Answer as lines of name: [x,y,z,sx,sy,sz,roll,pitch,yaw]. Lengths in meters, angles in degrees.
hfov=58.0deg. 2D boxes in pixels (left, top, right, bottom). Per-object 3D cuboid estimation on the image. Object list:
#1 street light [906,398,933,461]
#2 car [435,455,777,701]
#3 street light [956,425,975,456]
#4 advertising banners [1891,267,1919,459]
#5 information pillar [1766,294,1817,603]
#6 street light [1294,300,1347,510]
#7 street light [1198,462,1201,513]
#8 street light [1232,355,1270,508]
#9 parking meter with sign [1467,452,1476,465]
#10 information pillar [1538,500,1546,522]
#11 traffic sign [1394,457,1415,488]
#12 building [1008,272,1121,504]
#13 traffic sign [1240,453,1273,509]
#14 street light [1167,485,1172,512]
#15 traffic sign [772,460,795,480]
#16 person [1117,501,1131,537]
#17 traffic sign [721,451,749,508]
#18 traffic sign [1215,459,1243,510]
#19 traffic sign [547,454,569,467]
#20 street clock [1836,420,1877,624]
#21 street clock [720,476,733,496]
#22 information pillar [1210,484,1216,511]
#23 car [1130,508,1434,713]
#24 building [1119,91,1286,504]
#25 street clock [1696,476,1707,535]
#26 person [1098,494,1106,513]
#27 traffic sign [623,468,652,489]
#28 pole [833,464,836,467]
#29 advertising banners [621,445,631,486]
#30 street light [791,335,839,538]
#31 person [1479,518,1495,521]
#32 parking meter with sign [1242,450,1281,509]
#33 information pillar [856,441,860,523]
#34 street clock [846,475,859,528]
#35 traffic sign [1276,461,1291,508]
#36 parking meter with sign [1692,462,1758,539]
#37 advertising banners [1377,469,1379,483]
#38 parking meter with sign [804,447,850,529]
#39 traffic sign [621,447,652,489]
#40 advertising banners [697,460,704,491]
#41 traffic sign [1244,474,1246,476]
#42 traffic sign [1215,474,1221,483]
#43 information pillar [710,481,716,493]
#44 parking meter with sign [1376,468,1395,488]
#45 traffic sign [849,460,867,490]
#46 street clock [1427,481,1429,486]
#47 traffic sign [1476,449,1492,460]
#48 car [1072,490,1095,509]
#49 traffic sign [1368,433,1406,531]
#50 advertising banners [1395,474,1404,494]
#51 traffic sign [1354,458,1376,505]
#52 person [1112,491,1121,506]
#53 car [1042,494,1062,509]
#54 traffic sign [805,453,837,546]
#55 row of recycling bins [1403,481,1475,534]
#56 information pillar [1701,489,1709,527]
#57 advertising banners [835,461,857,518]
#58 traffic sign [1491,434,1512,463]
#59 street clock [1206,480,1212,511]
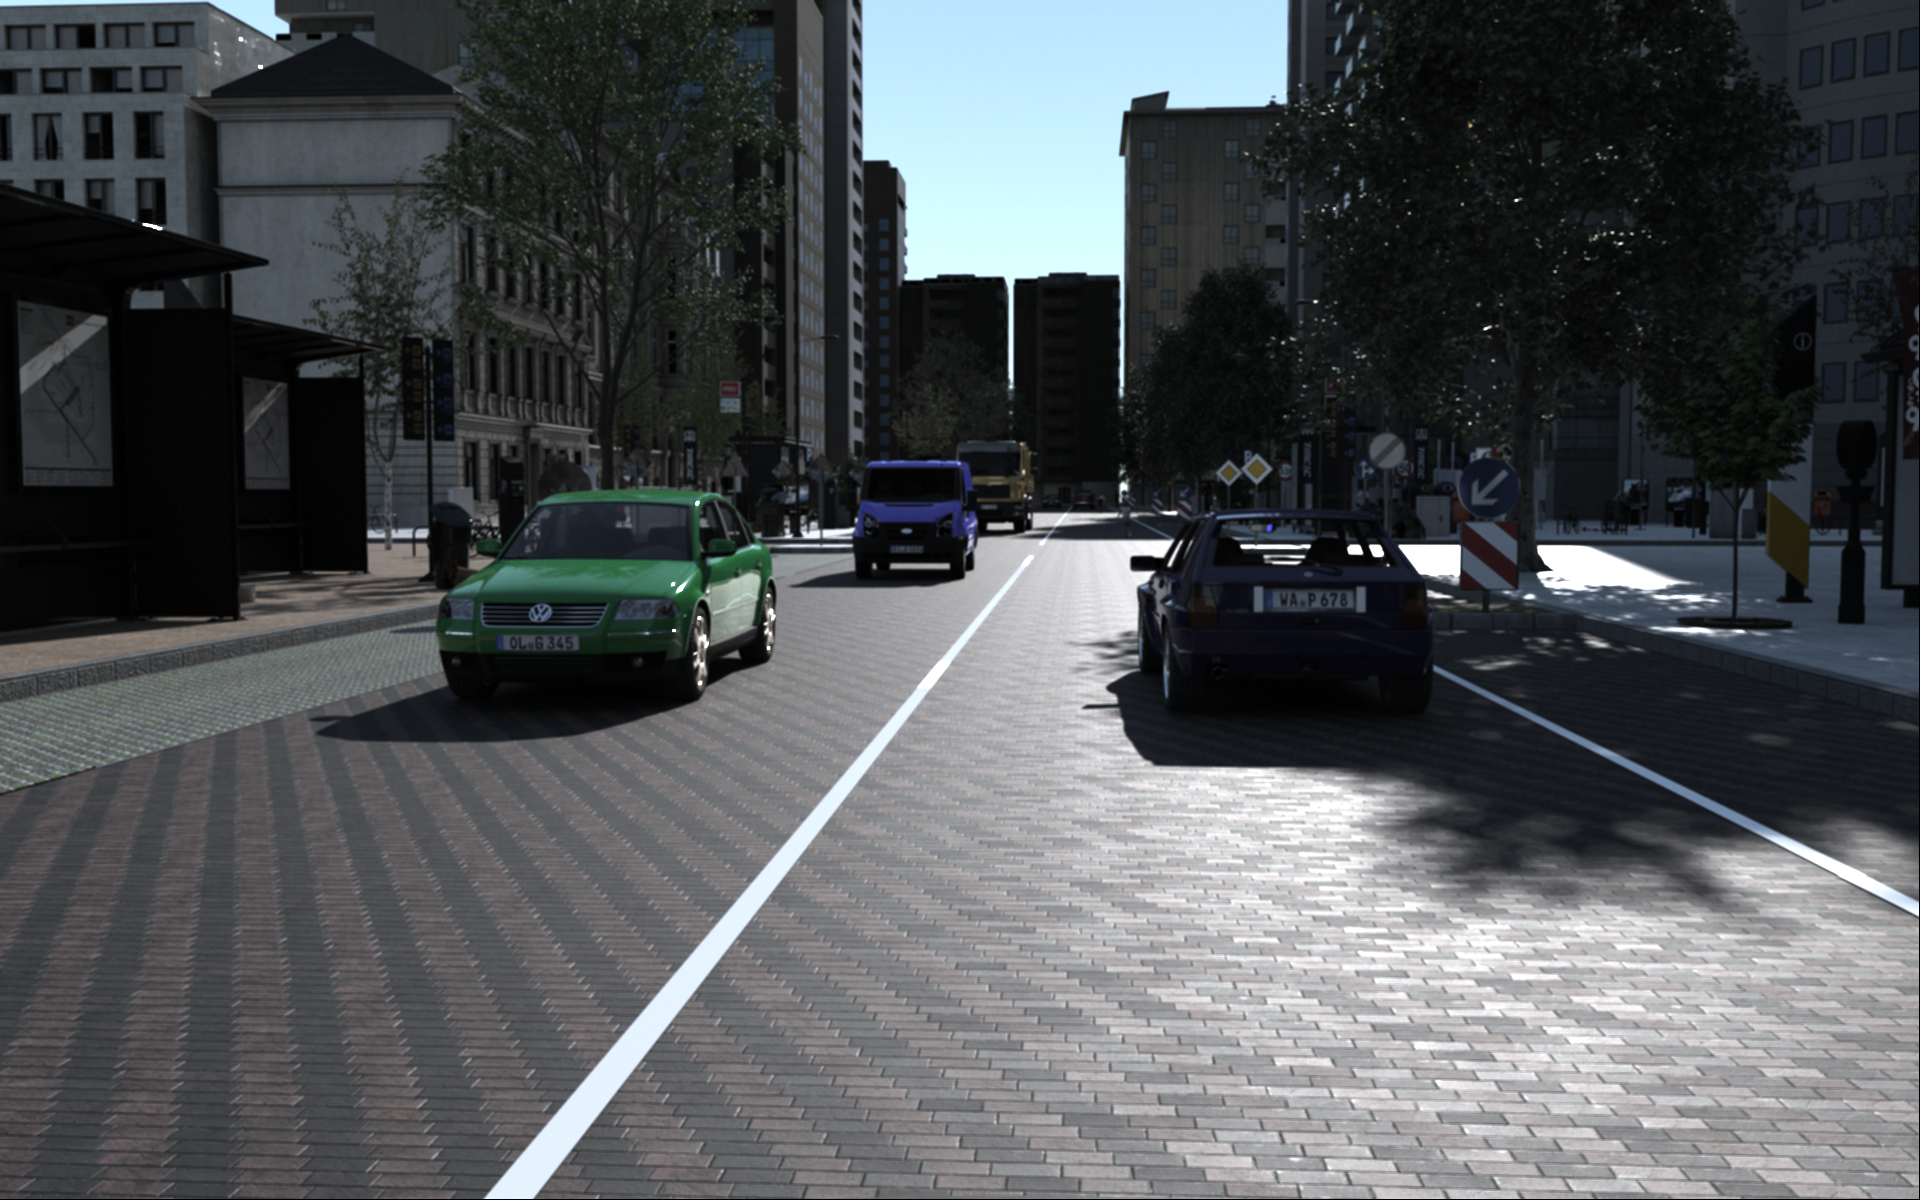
street light: [-2.007,-6.787,83.511,1.470,5.913,1.316,0,4,4]
car: [-2.583,-0.286,13.469,1.959,1.807,4.718,0,4,3]
street light: [0.287,-8.786,116.191,1.470,5.913,1.316,0,4,4]
advertising banners: [8.219,-1.049,13.343,2.074,3.025,0.090,0,4,7]
information pillar: [9.794,-1.776,20.396,0.504,3.616,0.183,0,4,3]
street light: [8.693,-4.221,41.550,1.470,5.913,1.316,0,4,4]
street light: [12.143,-7.282,91.608,1.470,5.913,1.316,0,4,4]
street light: [9.749,-5.211,57.748,1.470,5.913,1.316,0,4,4]
parking meter with sign: [21.185,-4.671,72.624,0.543,3.016,1.738,0,4,-8]
information pillar: [26.889,-4.626,80.128,0.304,2.012,0.304,0,4,-6]
traffic sign: [15.228,-3.620,59.294,0.768,2.556,0.104,1,4,10]
building: [14.065,-27.969,228.996,14.107,30.474,14.160,0,4,4]
traffic sign: [7.191,-2.348,42.027,0.795,2.450,0.064,0,4,4]
street light: [14.506,-9.281,124.283,1.470,5.913,1.316,0,4,4]
traffic sign: [-5.943,-3.495,58.321,0.795,2.450,0.064,0,4,5]
person: [5.452,-2.686,57.437,0.505,1.210,0.382,1,4,15]
traffic sign: [-6.796,-3.195,52.238,0.884,2.594,0.081,1,4,11]
traffic sign: [7.752,-2.835,49.992,0.795,2.450,0.064,0,4,4]
traffic sign: [-10.234,-2.570,44.153,0.606,2.300,0.079,1,4,12]
street clock: [8.842,-0.768,17.120,0.471,2.002,0.358,-3,5,-44]
street clock: [-9.235,-3.909,68.476,0.471,2.002,0.358,-1,4,-20]
information pillar: [18.144,-7.326,124.265,0.304,2.012,0.304,-3,5,-42]
car: [2.256,-0.008,12.718,1.945,1.354,3.894,0,4,2]
building: [35.510,-39.478,234.703,27.495,52.752,28.713,0,4,4]
street clock: [23.503,-3.068,54.733,0.471,2.002,0.358,2,4,27]
person: [10.619,-7.208,129.542,0.628,1.438,0.799,0,4,3]
traffic sign: [-9.462,-3.110,50.845,0.884,2.594,0.081,1,4,9]
pole: [-8.551,-7.580,117.774,0.158,3.312,0.155,0,3,0]
advertising banners: [-12.558,-4.022,61.950,2.074,3.025,0.090,1,4,18]
street light: [-4.243,-4.788,50.827,1.470,5.913,1.316,0,4,4]
person: [13.408,-2.149,43.660,0.654,1.822,0.581,0,4,3]
parking meter with sign: [11.838,-4.374,67.783,0.543,3.016,1.738,-3,4,-37]
information pillar: [-4.475,-5.195,76.288,0.183,3.616,0.504,0,4,-6]
street clock: [-4.127,-3.783,66.428,0.471,2.002,0.358,1,4,12]
traffic sign: [12.438,-4.047,66.270,0.768,2.556,0.104,1,4,9]
parking meter with sign: [22.020,-3.278,49.849,1.738,3.016,0.543,3,4,36]
advertising banners: [28.619,-7.548,119.593,0.090,3.025,2.074,0,4,-3]
parking meter with sign: [-4.916,-4.174,64.512,1.738,3.016,0.543,2,4,25]
traffic sign: [-7.993,-2.547,42.823,0.795,2.450,0.064,1,4,9]
advertising banners: [-13.865,-5.673,88.947,2.074,3.025,0.090,2,4,35]
traffic sign: [17.195,-6.340,103.759,0.768,2.556,0.104,1,4,10]
traffic sign: [14.034,-5.674,92.881,0.768,2.556,0.104,1,4,9]
information pillar: [-13.705,-5.599,96.028,0.304,2.012,0.304,-2,4,-28]
parking meter with sign: [26.889,-6.979,110.366,1.738,3.016,0.543,-1,4,-8]
traffic sign: [-2.864,-2.882,50.758,0.795,2.450,0.064,0,4,4]
street clock: [24.243,-5.235,90.170,0.358,2.002,0.471,1,4,22]
traffic sign: [11.646,-2.202,38.133,0.606,2.300,0.079,1,4,13]
car: [11.918,-9.675,166.862,2.281,1.827,5.304,0,4,2]
traffic sign: [8.847,-2.193,35.969,0.768,2.556,0.104,0,4,6]
advertising banners: [21.250,-5.273,82.409,2.074,3.025,0.090,-3,4,-39]
traffic sign: [14.423,-3.767,61.691,0.768,2.556,0.104,1,4,8]
person: [17.994,-11.615,198.368,1.348,1.831,0.705,-2,4,-25]
car: [9.124,-9.894,171.553,2.009,1.686,4.222,0,4,6]
traffic sign: [-3.425,-2.395,42.793,0.795,2.450,0.064,0,4,4]
row of recycling bins: [16.186,-3.006,56.266,3.534,1.692,1.069,0,4,2]
information pillar: [29.015,-3.842,67.310,0.304,2.012,0.304,0,4,5]
advertising banners: [-6.095,-5.967,93.747,0.090,3.025,2.074,2,4,35]
traffic sign: [11.443,-2.201,36.084,0.768,2.556,0.104,1,4,11]
street clock: [13.185,-5.336,91.816,0.358,2.002,0.471,1,4,9]
